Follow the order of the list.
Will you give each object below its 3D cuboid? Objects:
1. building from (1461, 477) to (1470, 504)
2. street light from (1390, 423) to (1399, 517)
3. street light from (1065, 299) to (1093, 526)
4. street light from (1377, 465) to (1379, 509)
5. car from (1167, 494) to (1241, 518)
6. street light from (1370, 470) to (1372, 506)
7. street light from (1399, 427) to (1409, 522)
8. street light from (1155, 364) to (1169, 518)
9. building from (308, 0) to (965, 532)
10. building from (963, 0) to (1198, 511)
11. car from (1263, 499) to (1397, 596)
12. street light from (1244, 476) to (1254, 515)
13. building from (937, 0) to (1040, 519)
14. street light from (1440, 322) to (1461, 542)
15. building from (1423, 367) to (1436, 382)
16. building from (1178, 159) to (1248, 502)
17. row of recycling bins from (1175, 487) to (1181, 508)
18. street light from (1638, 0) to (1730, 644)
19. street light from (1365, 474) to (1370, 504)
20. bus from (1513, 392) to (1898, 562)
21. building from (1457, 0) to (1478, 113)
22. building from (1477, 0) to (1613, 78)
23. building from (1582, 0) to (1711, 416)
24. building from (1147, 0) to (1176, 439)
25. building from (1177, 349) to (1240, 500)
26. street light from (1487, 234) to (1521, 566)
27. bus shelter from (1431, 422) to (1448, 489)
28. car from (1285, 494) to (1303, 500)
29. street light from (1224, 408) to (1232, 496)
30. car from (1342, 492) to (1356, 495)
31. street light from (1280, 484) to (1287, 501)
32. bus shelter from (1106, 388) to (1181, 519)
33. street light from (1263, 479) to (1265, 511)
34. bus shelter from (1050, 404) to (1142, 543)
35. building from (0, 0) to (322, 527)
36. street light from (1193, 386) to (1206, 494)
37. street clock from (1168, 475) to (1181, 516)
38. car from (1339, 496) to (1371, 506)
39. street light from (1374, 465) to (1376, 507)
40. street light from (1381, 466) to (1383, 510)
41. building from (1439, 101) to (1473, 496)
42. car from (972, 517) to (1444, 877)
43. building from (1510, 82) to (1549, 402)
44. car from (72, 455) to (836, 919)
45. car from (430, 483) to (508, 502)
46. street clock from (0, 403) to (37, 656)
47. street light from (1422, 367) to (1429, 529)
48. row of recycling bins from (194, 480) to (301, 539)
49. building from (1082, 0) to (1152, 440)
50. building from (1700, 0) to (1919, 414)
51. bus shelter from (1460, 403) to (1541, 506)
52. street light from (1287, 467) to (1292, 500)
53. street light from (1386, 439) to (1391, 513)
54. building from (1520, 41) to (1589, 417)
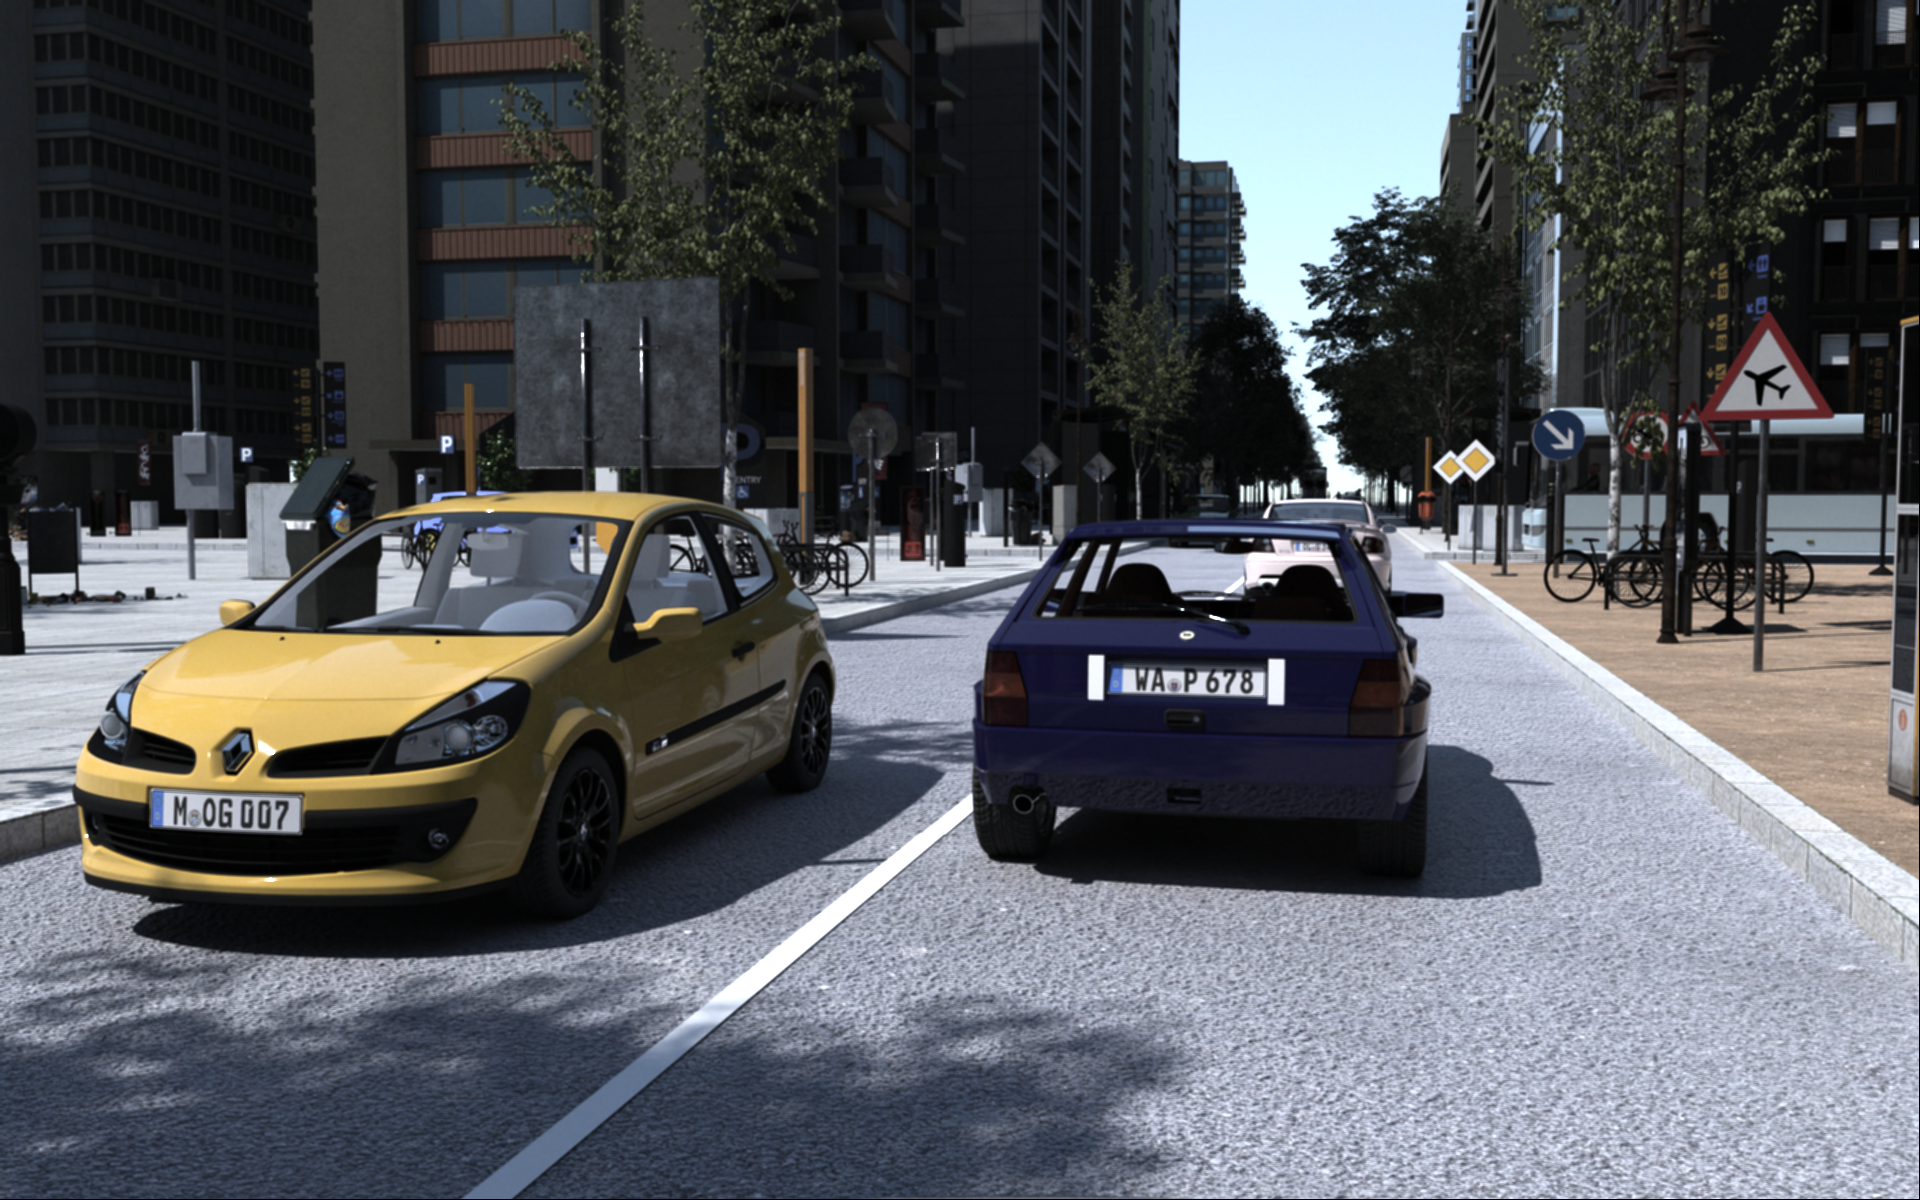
[{"bbox_3d":[64.101,-28.717,161.402,32.217,40.220,23.993,1,4,13],"label":"building"},{"bbox_3d":[24.264,-7.529,95.887,0.468,5.910,1.993,1,4,13],"label":"street light"},{"bbox_3d":[2.833,-4.189,41.276,0.468,5.910,1.993,1,4,13],"label":"street light"},{"bbox_3d":[33.454,-10.062,137.299,0.468,5.910,1.993,1,4,13],"label":"street light"},{"bbox_3d":[6.719,-2.300,47.393,2.009,1.686,4.222,1,4,14],"label":"car"},{"bbox_3d":[40.707,-12.048,169.778,0.468,5.910,1.993,1,4,13],"label":"street light"},{"bbox_3d":[20.548,-6.522,79.421,0.468,5.910,1.993,1,4,13],"label":"street light"},{"bbox_3d":[6.790,-5.232,58.336,0.468,5.910,1.993,1,4,13],"label":"street light"},{"bbox_3d":[-12.179,-25.243,67.344,22.147,44.769,28.867,1,4,13],"label":"building"},{"bbox_3d":[12.790,-44.630,167.950,20.563,71.187,20.611,1,4,13],"label":"building"},{"bbox_3d":[4.868,-0.680,23.488,2.083,1.381,4.827,1,4,12],"label":"car"},{"bbox_3d":[17.746,-8.229,107.337,0.468,5.910,1.993,1,4,13],"label":"street light"},{"bbox_3d":[-1.592,-40.331,97.661,20.563,71.187,20.611,1,4,13],"label":"building"},{"bbox_3d":[13.195,-4.520,46.695,0.468,5.910,1.993,1,4,13],"label":"street light"},{"bbox_3d":[76.006,-29.730,257.788,14.160,30.474,14.107,1,4,13],"label":"building"},{"bbox_3d":[29.734,-38.595,250.630,23.786,49.044,30.456,1,4,13],"label":"building"},{"bbox_3d":[8.924,-4.229,76.260,1.069,1.692,3.534,1,4,22],"label":"row of recycling bins"},{"bbox_3d":[6.098,-2.566,14.743,0.468,5.910,1.993,1,4,13],"label":"street light"},{"bbox_3d":[48.064,-14.068,202.798,0.468,5.910,1.993,1,4,13],"label":"street light"},{"bbox_3d":[17.267,-2.414,34.323,13.247,3.499,2.948,1,4,13],"label":"bus"},{"bbox_3d":[75.896,-56.291,233.036,22.319,86.520,31.000,1,4,13],"label":"building"},{"bbox_3d":[53.434,-31.591,140.210,21.300,48.544,21.600,1,4,13],"label":"building"},{"bbox_3d":[36.818,-17.372,77.541,14.314,27.812,24.014,1,4,13],"label":"building"},{"bbox_3d":[3.623,-34.050,145.948,28.713,52.752,27.495,1,4,13],"label":"building"},{"bbox_3d":[21.188,-23.098,222.685,27.650,21.520,28.899,1,4,13],"label":"building"},{"bbox_3d":[9.684,-3.558,30.963,0.468,5.910,1.993,1,4,13],"label":"street light"},{"bbox_3d":[25.383,-7.092,93.592,2.179,5.291,8.768,1,4,13],"label":"bus shelter"},{"bbox_3d":[26.318,-7.521,134.973,2.014,1.417,4.499,1,4,14],"label":"car"},{"bbox_3d":[14.087,-7.238,91.132,0.468,5.910,1.993,1,4,13],"label":"street light"},{"bbox_3d":[57.235,-15.026,254.345,2.281,1.827,5.304,1,4,11],"label":"car"},{"bbox_3d":[30.565,-11.750,164.897,0.468,5.910,1.993,1,4,13],"label":"street light"},{"bbox_3d":[7.129,-5.513,67.776,2.179,5.291,8.768,1,4,13],"label":"bus shelter"},{"bbox_3d":[23.203,-9.750,132.197,0.468,5.910,1.993,1,4,13],"label":"street light"},{"bbox_3d":[3.853,-3.498,48.476,1.731,3.624,6.357,1,4,13],"label":"bus shelter"},{"bbox_3d":[-43.354,-23.439,75.103,23.993,40.220,32.217,1,4,13],"label":"building"},{"bbox_3d":[10.293,-6.226,74.575,0.468,5.910,1.993,1,4,13],"label":"street light"},{"bbox_3d":[8.130,-3.741,65.737,0.471,2.002,0.358,0,4,8],"label":"street clock"},{"bbox_3d":[18.579,-4.265,82.313,1.945,1.354,3.894,1,4,11],"label":"car"},{"bbox_3d":[37.107,-11.053,153.504,0.468,5.910,1.993,1,4,13],"label":"street light"},{"bbox_3d":[29.721,-9.023,120.314,0.468,5.910,1.993,1,4,13],"label":"street light"},{"bbox_3d":[69.125,-35.778,208.675,21.300,48.544,21.600,1,4,13],"label":"building"},{"bbox_3d":[1.234,0.282,7.973,1.945,1.354,3.894,1,4,13],"label":"car"},{"bbox_3d":[46.476,-21.531,123.730,14.160,30.474,14.107,1,4,13],"label":"building"},{"bbox_3d":[-1.814,0.185,7.200,2.015,1.641,3.980,1,4,13],"label":"car"},{"bbox_3d":[-10.737,-1.876,40.271,3.694,1.707,1.945,1,4,11],"label":"car"},{"bbox_3d":[-7.609,-0.563,13.772,0.471,2.002,0.358,0,4,1],"label":"street clock"},{"bbox_3d":[16.935,-5.521,63.052,0.468,5.910,1.993,1,4,13],"label":"street light"},{"bbox_3d":[-20.544,-2.640,50.277,3.534,1.692,1.069,0,4,-4],"label":"row of recycling bins"},{"bbox_3d":[5.908,-26.969,124.531,14.154,41.232,14.086,1,4,13],"label":"building"},{"bbox_3d":[30.534,-13.375,48.359,15.834,23.373,12.332,1,4,13],"label":"building"},{"bbox_3d":[14.766,-3.440,47.520,1.731,3.624,6.357,1,4,13],"label":"bus shelter"},{"bbox_3d":[34.263,-12.754,181.317,0.468,5.910,1.993,1,4,13],"label":"street light"},{"bbox_3d":[27.949,-8.520,112.085,0.468,5.910,1.993,1,4,13],"label":"street light"},{"bbox_3d":[39.540,-17.216,99.497,12.078,24.808,19.932,1,4,13],"label":"building"}]
